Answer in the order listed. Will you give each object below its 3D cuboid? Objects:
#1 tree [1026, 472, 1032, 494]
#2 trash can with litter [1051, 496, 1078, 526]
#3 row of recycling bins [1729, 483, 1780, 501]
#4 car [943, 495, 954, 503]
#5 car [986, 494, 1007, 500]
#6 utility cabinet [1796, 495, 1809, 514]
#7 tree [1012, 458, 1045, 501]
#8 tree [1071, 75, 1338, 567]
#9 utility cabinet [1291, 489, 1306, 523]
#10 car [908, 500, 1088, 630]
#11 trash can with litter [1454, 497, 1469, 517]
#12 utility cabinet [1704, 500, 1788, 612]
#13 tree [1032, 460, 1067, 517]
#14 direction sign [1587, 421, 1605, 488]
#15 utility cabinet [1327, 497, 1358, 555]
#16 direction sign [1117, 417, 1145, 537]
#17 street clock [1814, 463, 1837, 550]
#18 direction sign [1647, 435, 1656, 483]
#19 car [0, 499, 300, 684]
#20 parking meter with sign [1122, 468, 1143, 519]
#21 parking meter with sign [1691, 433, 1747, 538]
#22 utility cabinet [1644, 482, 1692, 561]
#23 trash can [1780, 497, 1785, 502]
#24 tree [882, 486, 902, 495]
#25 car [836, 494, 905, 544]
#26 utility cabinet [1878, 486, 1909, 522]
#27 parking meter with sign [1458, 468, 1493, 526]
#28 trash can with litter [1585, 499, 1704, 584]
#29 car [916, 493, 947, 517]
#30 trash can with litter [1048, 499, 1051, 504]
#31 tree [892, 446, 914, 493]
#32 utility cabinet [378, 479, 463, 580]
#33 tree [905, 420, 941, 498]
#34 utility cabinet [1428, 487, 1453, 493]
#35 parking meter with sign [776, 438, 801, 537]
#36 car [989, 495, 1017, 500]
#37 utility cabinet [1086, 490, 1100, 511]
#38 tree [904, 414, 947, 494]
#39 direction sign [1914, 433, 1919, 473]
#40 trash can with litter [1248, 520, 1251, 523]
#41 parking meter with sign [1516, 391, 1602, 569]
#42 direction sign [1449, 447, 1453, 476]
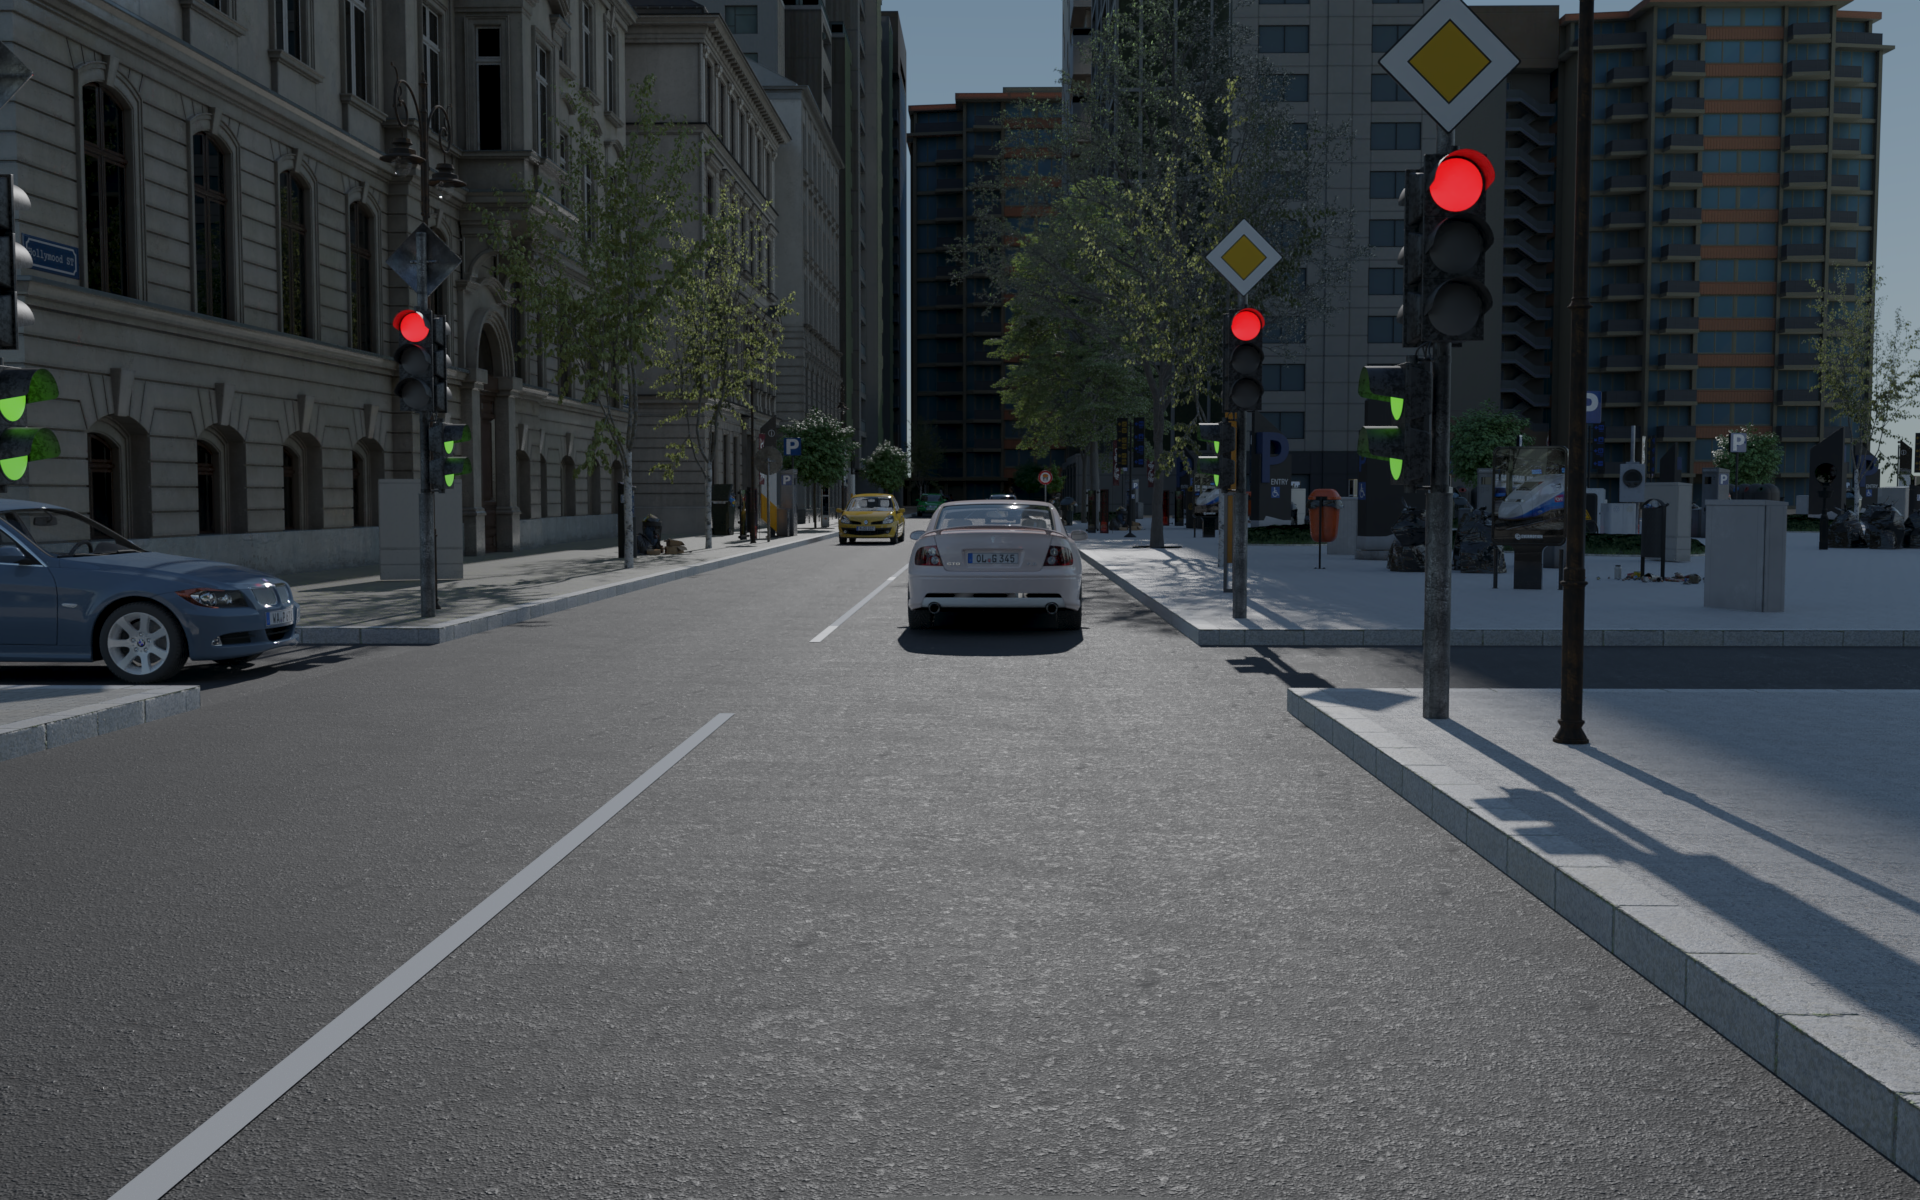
[{"bbox_3d":[6.131,-9.526,150.358,1.663,3.219,1.824,0,3,0],"label":"tree"},{"bbox_3d":[4.260,-3.557,69.542,0.624,1.170,1.055,2,4,25],"label":"trash can with litter"},{"bbox_3d":[31.181,-3.754,68.489,1.069,1.692,3.534,0,4,-6],"label":"row of recycling bins"},{"bbox_3d":[-1.463,-7.700,138.483,1.945,1.354,3.894,0,4,2],"label":"car"},{"bbox_3d":[2.940,-7.516,131.675,1.959,1.807,4.718,0,4,0],"label":"car"},{"bbox_3d":[40.452,-4.375,82.700,0.306,1.237,1.020,-2,4,-29],"label":"utility cabinet"},{"bbox_3d":[6.334,-10.570,156.529,4.285,4.588,4.351,0,3,0],"label":"tree"},{"bbox_3d":[4.407,-4.890,30.315,4.360,8.622,3.978,0,3,0],"label":"tree"},{"bbox_3d":[13.756,-3.820,71.131,0.318,1.500,1.173,3,5,40],"label":"utility cabinet"},{"bbox_3d":[0.429,-0.449,19.704,2.083,1.381,4.827,0,4,2],"label":"car"},{"bbox_3d":[20.186,-3.558,69.555,0.624,1.170,1.055,0,4,8],"label":"trash can with litter"},{"bbox_3d":[8.730,-0.495,19.263,0.306,1.237,1.020,-1,4,-13],"label":"utility cabinet"},{"bbox_3d":[5.309,-6.284,97.346,1.663,3.219,1.824,0,3,0],"label":"tree"},{"bbox_3d":[19.611,-3.793,54.020,0.876,3.537,0.379,1,4,20],"label":"direction sign"},{"bbox_3d":[8.303,-1.558,36.632,1.020,1.237,0.306,2,4,25],"label":"utility cabinet"},{"bbox_3d":[5.046,-3.625,51.261,0.876,3.537,0.379,2,4,29],"label":"direction sign"},{"bbox_3d":[19.930,-2.162,39.921,0.471,2.002,0.358,2,4,25],"label":"street clock"},{"bbox_3d":[26.718,-4.587,66.998,0.379,3.537,0.876,0,4,5],"label":"direction sign"},{"bbox_3d":[-7.660,-0.117,13.917,4.499,1.417,2.014,0,4,2],"label":"car"},{"bbox_3d":[8.848,-5.691,89.308,0.543,3.016,1.738,-2,4,-29],"label":"parking meter with sign"},{"bbox_3d":[21.931,-3.302,50.250,0.543,3.016,1.738,-1,4,-17],"label":"parking meter with sign"},{"bbox_3d":[13.479,-1.487,32.984,0.318,1.500,1.173,0,4,-8],"label":"utility cabinet"},{"bbox_3d":[39.503,-4.413,83.803,0.748,1.137,0.748,0,3,0],"label":"trash can"},{"bbox_3d":[-4.484,-7.290,113.793,1.663,3.219,1.824,0,3,0],"label":"tree"},{"bbox_3d":[-2.579,-2.489,50.923,2.015,1.641,3.980,0,4,2],"label":"car"},{"bbox_3d":[27.360,-2.570,50.691,0.318,1.500,1.173,-1,4,-9],"label":"utility cabinet"},{"bbox_3d":[15.743,-3.378,51.494,1.738,3.016,0.543,2,4,26],"label":"parking meter with sign"},{"bbox_3d":[10.288,-0.874,25.354,1.678,1.210,2.233,-1,4,-12],"label":"trash can with litter"},{"bbox_3d":[-1.829,-6.269,111.294,1.959,1.807,4.718,0,4,1],"label":"car"},{"bbox_3d":[4.655,-4.767,89.324,0.624,1.170,1.055,-3,4,-37],"label":"trash can with litter"},{"bbox_3d":[-4.232,-7.259,102.392,4.285,4.588,4.351,0,3,0],"label":"tree"},{"bbox_3d":[-8.004,-1.041,25.707,1.173,1.500,0.318,-1,4,-20],"label":"utility cabinet"},{"bbox_3d":[-3.863,-13.469,170.578,4.360,8.622,3.978,0,3,0],"label":"tree"},{"bbox_3d":[13.571,-2.521,49.894,1.173,1.500,0.318,3,4,38],"label":"utility cabinet"},{"bbox_3d":[-5.256,-3.463,52.876,0.543,3.016,1.738,0,4,5],"label":"parking meter with sign"},{"bbox_3d":[2.126,-4.497,85.520,2.014,1.417,4.499,0,4,2],"label":"car"},{"bbox_3d":[6.646,-4.710,85.689,1.173,1.500,0.318,0,4,-4],"label":"utility cabinet"},{"bbox_3d":[-3.127,-12.724,158.399,4.737,8.622,4.395,0,3,0],"label":"tree"},{"bbox_3d":[35.572,-4.385,63.697,0.876,3.537,0.379,3,4,38],"label":"direction sign"},{"bbox_3d":[12.697,-3.965,75.882,2.233,1.210,1.678,1,4,20],"label":"trash can with litter"},{"bbox_3d":[10.321,-2.070,30.107,0.543,3.016,1.738,-1,4,-18],"label":"parking meter with sign"},{"bbox_3d":[20.773,-4.999,73.730,0.379,3.537,0.876,3,5,43],"label":"direction sign"}]
